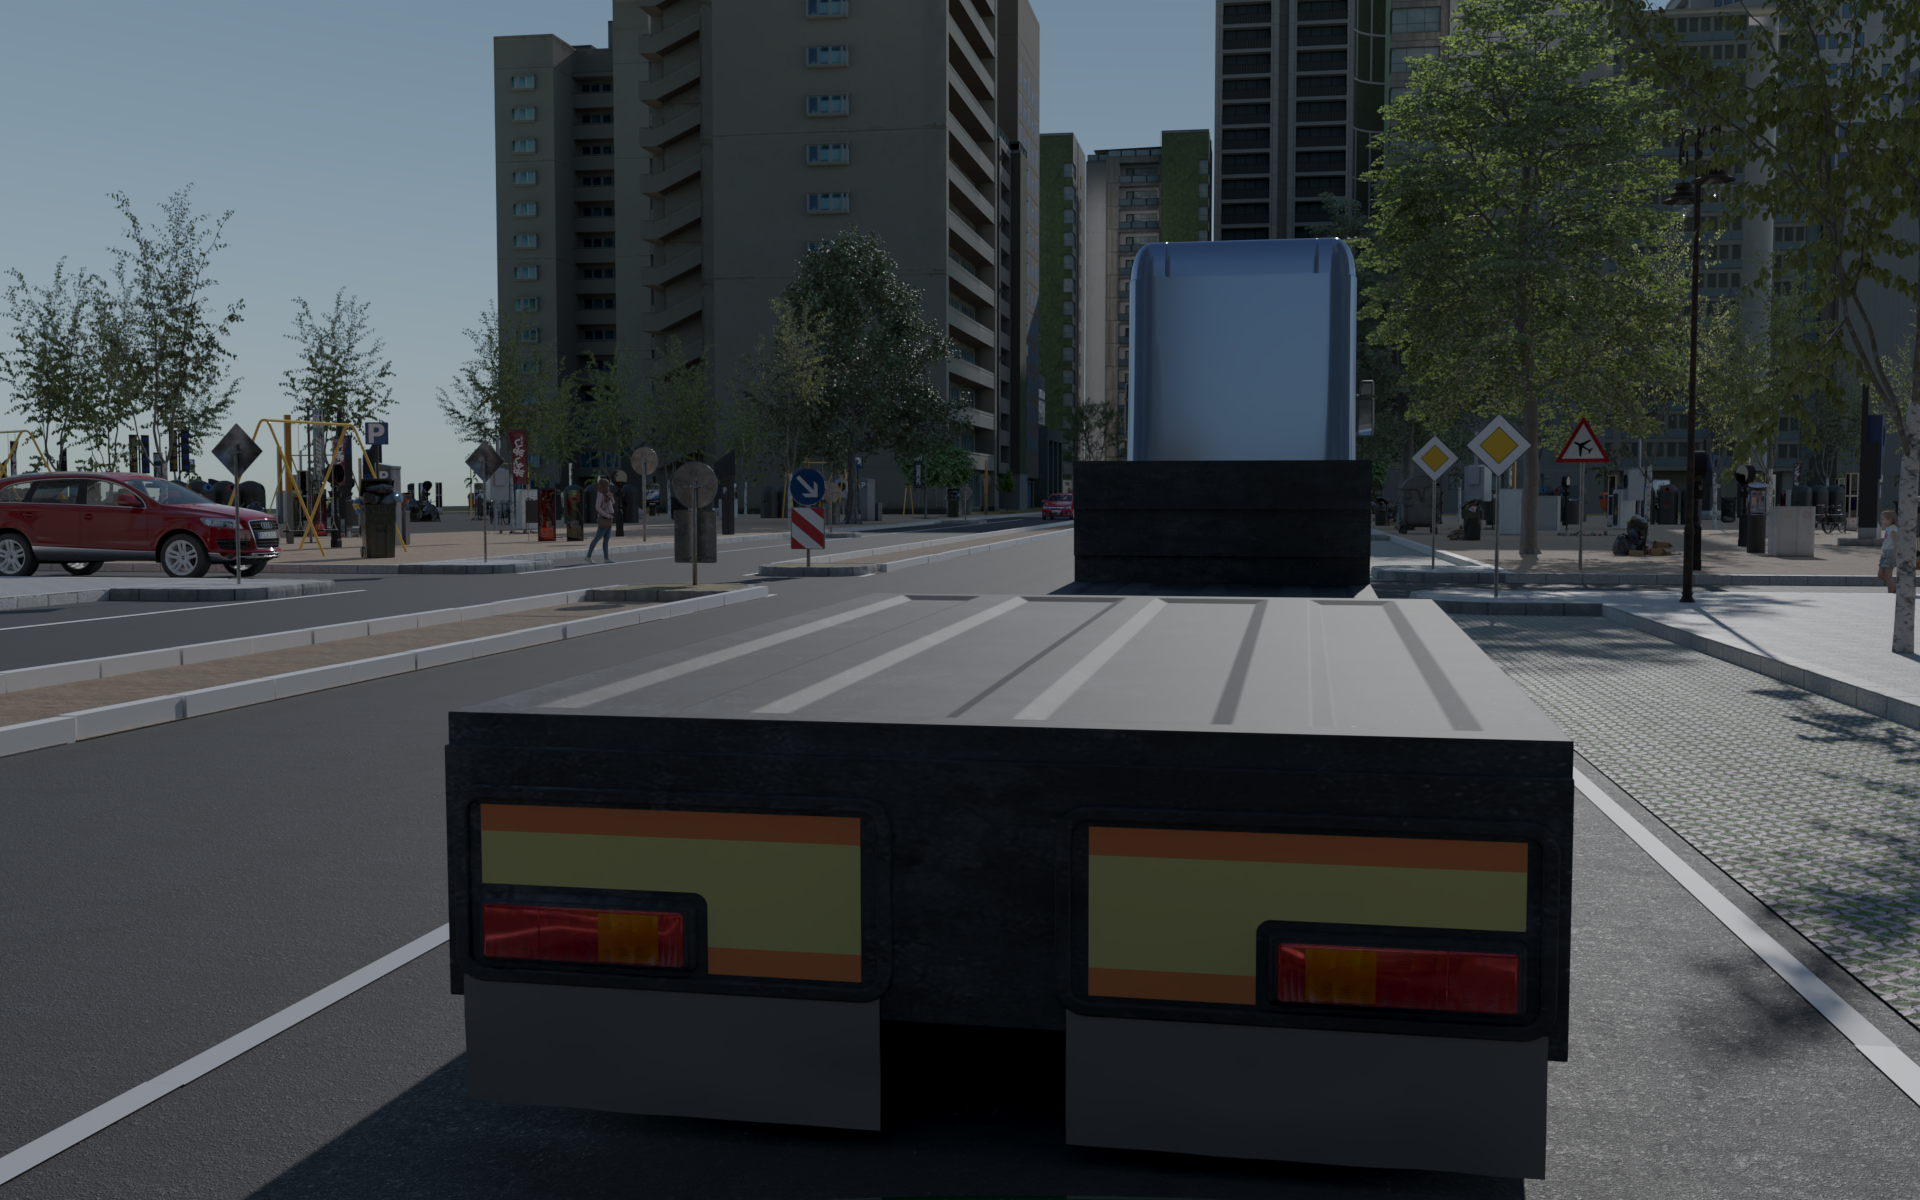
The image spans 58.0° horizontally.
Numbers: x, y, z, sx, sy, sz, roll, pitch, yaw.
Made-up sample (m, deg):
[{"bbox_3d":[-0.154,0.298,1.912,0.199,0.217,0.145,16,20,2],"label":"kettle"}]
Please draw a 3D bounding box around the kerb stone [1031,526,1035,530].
[{"bbox_3d":[2.718,-2.797,68.007,0.120,0.150,1.000,1,4,10],"label":"kerb stone"}]

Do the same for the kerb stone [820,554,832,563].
[{"bbox_3d":[-2.869,-0.824,35.672,0.120,0.150,1.000,1,4,10],"label":"kerb stone"}]

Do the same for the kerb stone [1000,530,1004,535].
[{"bbox_3d":[1.318,-2.305,59.929,0.120,0.150,1.000,1,4,10],"label":"kerb stone"}]

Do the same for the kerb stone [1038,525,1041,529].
[{"bbox_3d":[3.057,-2.924,70.023,0.120,0.150,1.000,1,4,10],"label":"kerb stone"}]

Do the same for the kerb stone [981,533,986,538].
[{"bbox_3d":[0.621,-2.061,55.895,0.120,0.150,1.000,1,4,10],"label":"kerb stone"}]

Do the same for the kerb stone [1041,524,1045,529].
[{"bbox_3d":[3.243,-2.987,71.028,0.120,0.150,1.000,1,4,10],"label":"kerb stone"}]

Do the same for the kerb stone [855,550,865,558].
[{"bbox_3d":[-2.345,-1.010,38.701,0.120,0.150,1.000,1,4,10],"label":"kerb stone"}]

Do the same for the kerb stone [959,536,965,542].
[{"bbox_3d":[-0.080,-1.813,51.842,0.120,0.150,1.000,1,4,10],"label":"kerb stone"}]

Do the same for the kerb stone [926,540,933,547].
[{"bbox_3d":[-0.949,-1.504,46.789,0.120,0.150,1.000,1,4,10],"label":"kerb stone"}]

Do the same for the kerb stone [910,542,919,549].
[{"bbox_3d":[-1.293,-1.381,44.771,0.120,0.150,1.000,1,4,10],"label":"kerb stone"}]

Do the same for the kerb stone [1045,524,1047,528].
[{"bbox_3d":[3.409,-3.047,72.038,0.120,0.150,1.000,1,4,10],"label":"kerb stone"}]

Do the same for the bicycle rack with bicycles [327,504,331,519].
[{"bbox_3d":[-31.613,-4.747,90.998,2.925,0.926,2.852,2,4,32],"label":"bicycle rack with bicycles"}]

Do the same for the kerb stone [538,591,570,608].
[{"bbox_3d":[-5.243,0.013,21.990,0.120,0.150,1.000,1,4,10],"label":"kerb stone"}]

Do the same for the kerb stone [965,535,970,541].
[{"bbox_3d":[0.095,-1.872,52.863,0.120,0.150,1.000,1,4,10],"label":"kerb stone"}]

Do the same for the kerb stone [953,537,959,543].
[{"bbox_3d":[-0.252,-1.752,50.834,0.120,0.150,1.000,1,4,10],"label":"kerb stone"}]

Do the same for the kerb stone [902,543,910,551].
[{"bbox_3d":[-1.473,-1.318,43.751,0.120,0.150,1.000,1,4,10],"label":"kerb stone"}]

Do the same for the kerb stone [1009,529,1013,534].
[{"bbox_3d":[1.668,-2.431,61.944,0.120,0.150,1.000,1,4,10],"label":"kerb stone"}]

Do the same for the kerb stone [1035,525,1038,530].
[{"bbox_3d":[2.887,-2.864,69.015,0.120,0.150,1.000,1,4,10],"label":"kerb stone"}]

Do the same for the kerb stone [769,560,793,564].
[{"bbox_3d":[-3.394,-0.636,32.644,0.120,0.150,1.000,1,4,10],"label":"kerb stone"}]

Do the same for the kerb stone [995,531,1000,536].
[{"bbox_3d":[1.149,-2.246,58.917,0.120,0.150,1.000,1,4,10],"label":"kerb stone"}]

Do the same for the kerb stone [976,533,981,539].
[{"bbox_3d":[0.449,-1.998,54.880,0.120,0.150,1.000,1,4,10],"label":"kerb stone"}]

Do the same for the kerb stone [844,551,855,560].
[{"bbox_3d":[-2.519,-0.941,37.694,0.120,0.150,1.000,1,4,10],"label":"kerb stone"}]

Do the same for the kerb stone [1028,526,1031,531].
[{"bbox_3d":[2.542,-2.740,66.994,0.120,0.150,1.000,1,4,10],"label":"kerb stone"}]

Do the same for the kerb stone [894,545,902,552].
[{"bbox_3d":[-1.651,-1.255,42.742,0.120,0.150,1.000,1,4,10],"label":"kerb stone"}]

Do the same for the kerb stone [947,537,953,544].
[{"bbox_3d":[-0.420,-1.689,49.823,0.120,0.150,1.000,1,4,10],"label":"kerb stone"}]

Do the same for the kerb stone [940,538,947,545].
[{"bbox_3d":[-0.597,-1.628,48.808,0.120,0.150,1.000,1,4,10],"label":"kerb stone"}]

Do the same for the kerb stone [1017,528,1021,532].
[{"bbox_3d":[2.016,-2.555,63.963,0.120,0.150,1.000,1,4,10],"label":"kerb stone"}]

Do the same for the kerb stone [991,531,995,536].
[{"bbox_3d":[0.965,-2.184,57.912,0.120,0.150,1.000,1,4,10],"label":"kerb stone"}]

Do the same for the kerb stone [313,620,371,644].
[{"bbox_3d":[-6.104,0.321,16.949,0.120,0.150,1.000,1,4,10],"label":"kerb stone"}]

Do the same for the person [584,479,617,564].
[{"bbox_3d":[-7.424,-1.631,35.751,0.643,1.750,0.593,0,4,-3],"label":"person"}]

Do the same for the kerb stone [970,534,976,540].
[{"bbox_3d":[0.274,-1.937,53.869,0.120,0.150,1.000,1,4,10],"label":"kerb stone"}]

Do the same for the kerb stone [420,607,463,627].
[{"bbox_3d":[-5.749,0.198,18.962,0.120,0.150,1.000,1,4,10],"label":"kerb stone"}]

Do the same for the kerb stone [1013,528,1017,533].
[{"bbox_3d":[1.841,-2.491,62.954,0.120,0.150,1.000,1,4,10],"label":"kerb stone"}]

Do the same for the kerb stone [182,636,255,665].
[{"bbox_3d":[-6.446,0.444,14.932,0.120,0.150,1.000,1,4,10],"label":"kerb stone"}]

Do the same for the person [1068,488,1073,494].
[{"bbox_3d":[7.319,-6.563,115.770,1.348,1.831,0.705,0,4,-6],"label":"person"}]

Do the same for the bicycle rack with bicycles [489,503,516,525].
[{"bbox_3d":[-18.374,-3.592,72.110,2.852,0.926,2.925,-1,4,-17],"label":"bicycle rack with bicycles"}]

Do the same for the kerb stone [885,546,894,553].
[{"bbox_3d":[-1.824,-1.194,41.731,0.120,0.150,1.000,1,4,10],"label":"kerb stone"}]

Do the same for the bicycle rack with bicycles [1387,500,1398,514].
[{"bbox_3d":[25.356,-5.332,100.555,2.925,0.926,2.852,-1,4,-20],"label":"bicycle rack with bicycles"}]

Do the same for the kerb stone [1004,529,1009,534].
[{"bbox_3d":[1.496,-2.369,60.936,0.120,0.150,1.000,1,4,10],"label":"kerb stone"}]

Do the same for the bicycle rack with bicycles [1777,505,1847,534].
[{"bbox_3d":[27.894,-2.658,56.834,2.925,0.926,2.852,-1,4,-18],"label":"bicycle rack with bicycles"}]

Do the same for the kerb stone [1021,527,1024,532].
[{"bbox_3d":[2.195,-2.616,64.970,0.120,0.150,1.000,1,4,10],"label":"kerb stone"}]

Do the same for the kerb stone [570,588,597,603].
[{"bbox_3d":[-5.063,-0.049,22.996,0.120,0.150,1.000,1,4,10],"label":"kerb stone"}]

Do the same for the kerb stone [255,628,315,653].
[{"bbox_3d":[-6.285,0.386,15.942,0.120,0.150,1.000,1,4,10],"label":"kerb stone"}]

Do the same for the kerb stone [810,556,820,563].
[{"bbox_3d":[-3.044,-0.763,34.665,0.120,0.150,1.000,1,4,10],"label":"kerb stone"}]

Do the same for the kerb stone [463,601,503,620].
[{"bbox_3d":[-5.576,0.143,19.969,0.120,0.150,1.000,1,4,10],"label":"kerb stone"}]

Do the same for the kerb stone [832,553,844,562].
[{"bbox_3d":[-2.688,-0.886,36.685,0.120,0.150,1.000,1,4,10],"label":"kerb stone"}]

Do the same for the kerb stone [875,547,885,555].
[{"bbox_3d":[-1.988,-1.130,40.721,0.120,0.150,1.000,1,4,10],"label":"kerb stone"}]

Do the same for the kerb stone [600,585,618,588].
[{"bbox_3d":[-4.878,-0.106,24.006,0.120,0.150,1.000,1,4,10],"label":"kerb stone"}]

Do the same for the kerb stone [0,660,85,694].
[{"bbox_3d":[-6.802,0.568,12.917,0.120,0.150,1.000,1,4,10],"label":"kerb stone"}]

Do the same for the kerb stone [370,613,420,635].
[{"bbox_3d":[-5.924,0.259,17.955,0.120,0.150,1.000,1,4,10],"label":"kerb stone"}]

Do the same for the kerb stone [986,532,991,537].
[{"bbox_3d":[0.795,-2.123,56.904,0.120,0.150,1.000,1,4,10],"label":"kerb stone"}]

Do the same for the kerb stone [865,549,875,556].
[{"bbox_3d":[-2.172,-1.072,39.716,0.120,0.150,1.000,1,4,10],"label":"kerb stone"}]

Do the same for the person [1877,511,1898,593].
[{"bbox_3d":[12.409,-0.579,22.986,0.382,1.210,0.505,1,4,14],"label":"person"}]

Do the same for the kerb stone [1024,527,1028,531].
[{"bbox_3d":[2.371,-2.673,65.977,0.120,0.150,1.000,1,4,10],"label":"kerb stone"}]

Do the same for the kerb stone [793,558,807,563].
[{"bbox_3d":[-3.215,-0.701,33.653,0.120,0.150,1.000,1,4,10],"label":"kerb stone"}]

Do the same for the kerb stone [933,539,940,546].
[{"bbox_3d":[-0.766,-1.566,47.800,0.120,0.150,1.000,1,4,10],"label":"kerb stone"}]

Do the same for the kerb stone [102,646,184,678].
[{"bbox_3d":[-6.626,0.508,13.926,0.120,0.150,1.000,1,4,10],"label":"kerb stone"}]

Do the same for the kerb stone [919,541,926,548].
[{"bbox_3d":[-1.131,-1.438,45.783,0.120,0.150,1.000,1,4,10],"label":"kerb stone"}]

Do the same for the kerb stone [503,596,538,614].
[{"bbox_3d":[-5.412,0.074,20.982,0.120,0.150,1.000,1,4,10],"label":"kerb stone"}]
